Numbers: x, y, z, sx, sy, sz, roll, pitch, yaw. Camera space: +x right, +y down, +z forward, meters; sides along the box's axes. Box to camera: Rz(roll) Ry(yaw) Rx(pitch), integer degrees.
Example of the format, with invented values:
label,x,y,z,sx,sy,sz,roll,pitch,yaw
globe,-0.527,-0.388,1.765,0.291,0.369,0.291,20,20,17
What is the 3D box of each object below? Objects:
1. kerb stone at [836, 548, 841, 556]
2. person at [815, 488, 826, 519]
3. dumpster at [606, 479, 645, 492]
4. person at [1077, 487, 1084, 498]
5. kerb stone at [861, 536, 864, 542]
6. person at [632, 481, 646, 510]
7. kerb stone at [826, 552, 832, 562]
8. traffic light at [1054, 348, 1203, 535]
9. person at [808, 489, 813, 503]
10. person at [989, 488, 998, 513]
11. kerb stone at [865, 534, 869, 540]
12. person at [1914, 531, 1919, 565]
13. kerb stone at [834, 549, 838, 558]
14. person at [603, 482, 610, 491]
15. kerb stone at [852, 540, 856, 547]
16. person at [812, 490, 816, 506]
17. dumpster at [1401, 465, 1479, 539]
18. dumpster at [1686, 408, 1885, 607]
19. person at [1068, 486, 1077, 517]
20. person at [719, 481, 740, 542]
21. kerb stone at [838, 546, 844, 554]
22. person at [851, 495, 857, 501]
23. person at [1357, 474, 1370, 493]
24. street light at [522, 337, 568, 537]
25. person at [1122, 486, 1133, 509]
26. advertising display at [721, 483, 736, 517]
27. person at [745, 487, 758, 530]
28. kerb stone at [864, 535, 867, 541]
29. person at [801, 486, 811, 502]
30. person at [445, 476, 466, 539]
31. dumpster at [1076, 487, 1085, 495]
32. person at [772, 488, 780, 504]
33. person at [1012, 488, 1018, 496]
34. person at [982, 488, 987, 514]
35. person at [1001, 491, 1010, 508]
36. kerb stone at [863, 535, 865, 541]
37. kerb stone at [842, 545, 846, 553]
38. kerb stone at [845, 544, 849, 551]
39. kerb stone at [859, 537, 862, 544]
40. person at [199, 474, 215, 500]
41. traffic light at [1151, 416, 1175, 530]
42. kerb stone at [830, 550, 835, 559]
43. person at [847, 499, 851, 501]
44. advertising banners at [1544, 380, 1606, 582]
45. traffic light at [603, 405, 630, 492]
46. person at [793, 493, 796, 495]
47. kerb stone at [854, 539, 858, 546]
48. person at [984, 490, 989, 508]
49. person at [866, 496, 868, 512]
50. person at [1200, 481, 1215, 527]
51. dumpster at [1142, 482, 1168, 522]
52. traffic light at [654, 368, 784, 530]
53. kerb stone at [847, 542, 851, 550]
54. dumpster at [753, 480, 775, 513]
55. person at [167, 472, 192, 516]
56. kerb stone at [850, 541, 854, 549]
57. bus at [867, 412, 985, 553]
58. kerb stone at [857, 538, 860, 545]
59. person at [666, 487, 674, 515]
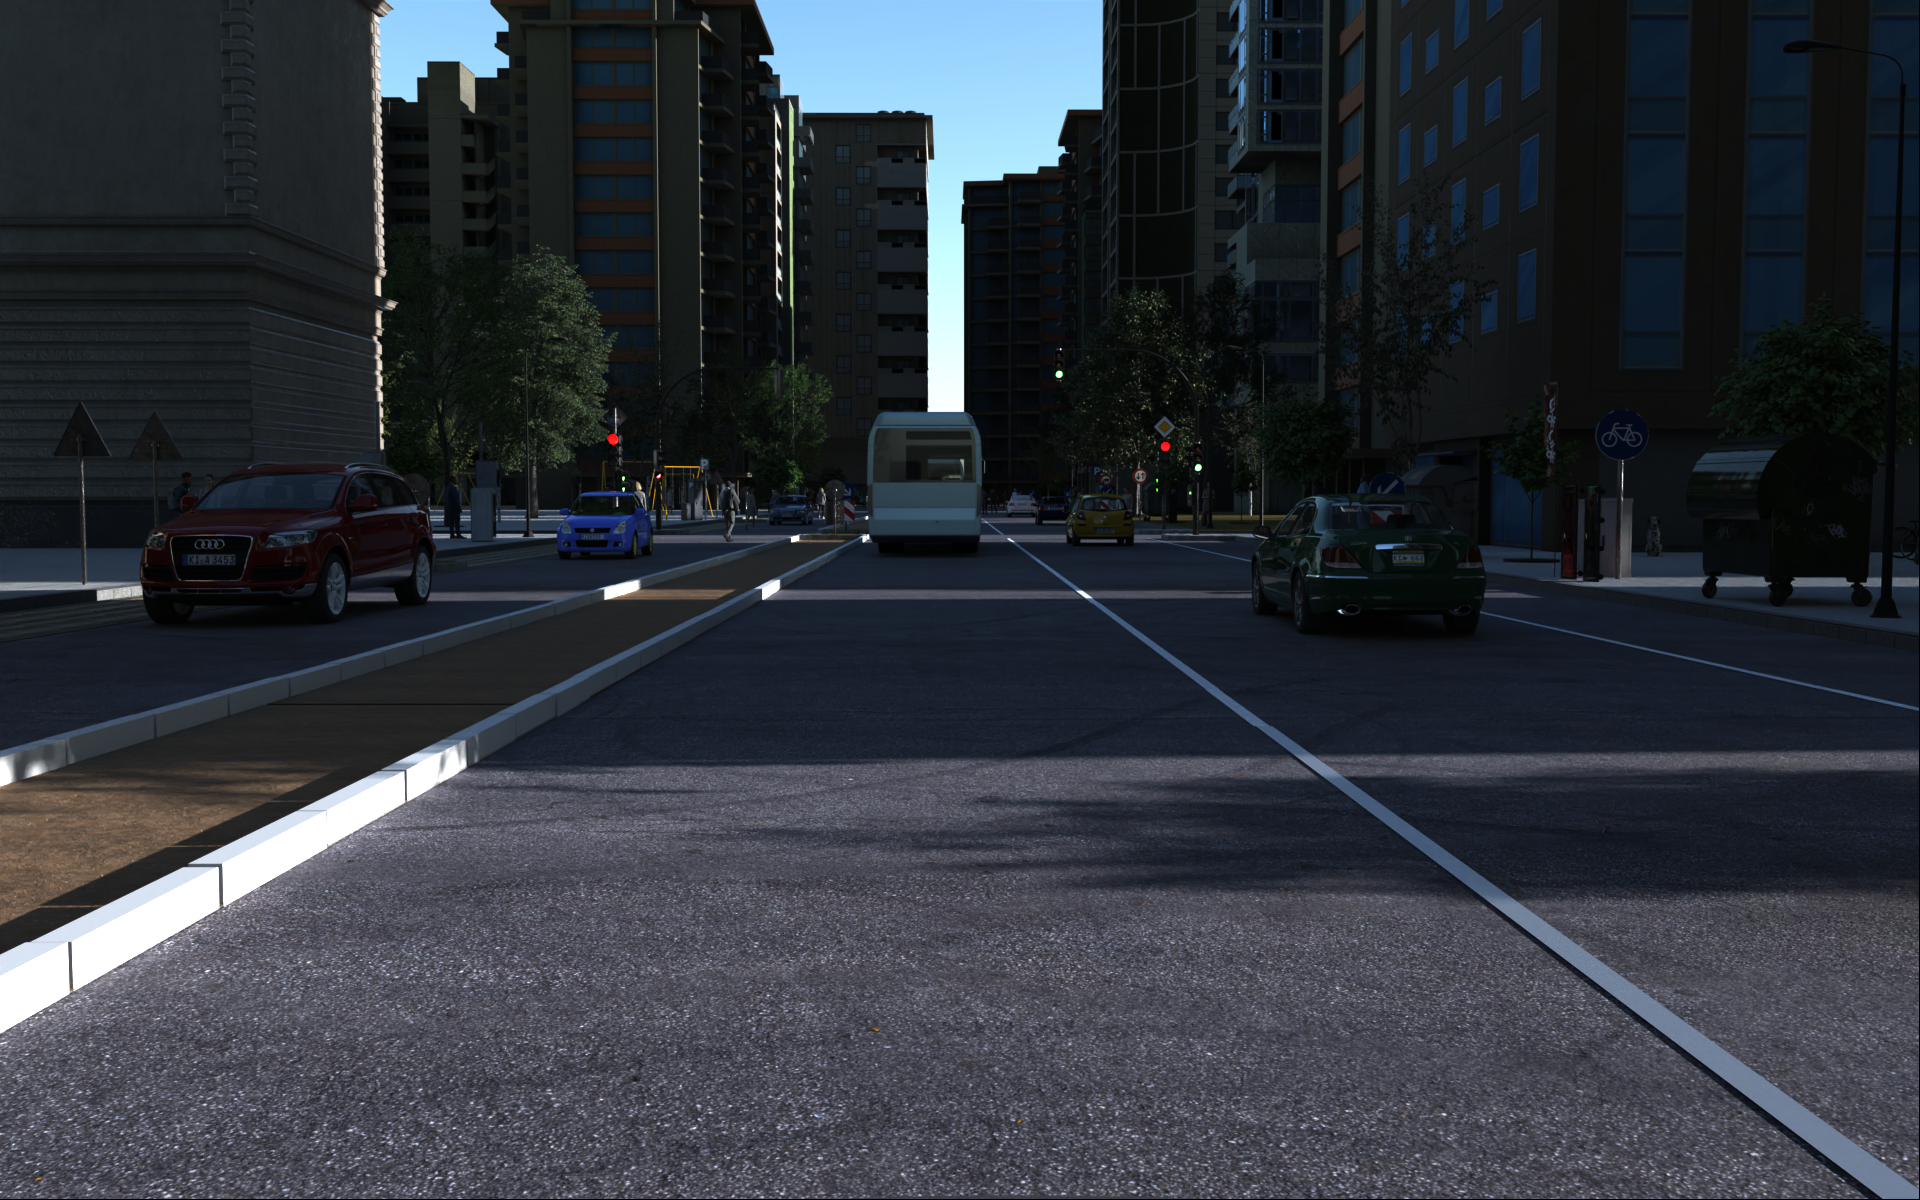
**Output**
label,x,y,z,sx,sy,sz,roll,pitch,yaw
kerb stone,-2.852,-1.041,39.315,0.120,0.150,1.000,0,4,0
person,-8.133,-5.624,100.638,0.709,1.800,0.728,1,4,11
dumpster,-12.915,-3.734,66.806,1.264,1.857,1.865,0,4,-1
person,5.766,-4.448,81.585,0.532,1.782,0.716,1,4,16
kerb stone,-2.916,-1.675,49.579,0.120,0.150,1.000,0,4,0
person,-9.514,-2.567,50.647,0.709,1.800,0.728,-1,4,-16
kerb stone,-2.819,-0.858,36.234,0.120,0.150,1.000,0,4,0
traffic light,5.297,-4.865,54.215,4.771,5.953,1.251,0,4,0
person,-11.145,-7.294,127.733,0.573,1.828,0.580,2,4,26
person,2.549,-7.698,133.720,0.648,1.900,0.474,1,4,16
kerb stone,-2.938,-1.863,52.649,0.120,0.150,1.000,0,4,0
person,10.799,-0.778,18.946,0.709,1.800,0.728,1,4,19
kerb stone,-2.844,-0.982,38.292,0.120,0.150,1.000,0,4,0
person,-15.777,-4.378,77.591,0.622,1.834,0.822,-3,5,-39
kerb stone,-2.883,-1.419,45.467,0.120,0.150,1.000,0,4,0
person,-15.583,-10.771,182.947,0.742,1.727,0.445,-3,4,-38
dumpster,9.612,-1.779,34.852,1.264,1.857,1.865,0,4,0
dumpster,9.722,-1.099,20.459,1.502,2.255,1.985,0,4,0
person,5.140,-4.258,78.372,0.529,1.795,0.600,3,4,39
person,-6.929,-2.659,52.070,0.679,1.850,0.850,1,4,15
kerb stone,-2.856,-1.109,40.337,0.120,0.150,1.000,0,4,0
person,-10.475,-9.824,169.851,0.721,1.736,1.217,3,4,39
person,10.085,-2.256,43.187,0.793,1.790,0.793,0,4,-5
street light,-12.285,-4.817,51.292,1.470,5.913,1.316,0,4,0
person,6.420,-3.525,66.885,0.466,1.731,0.760,0,4,-5
advertising display,-13.231,-5.744,99.121,0.974,1.923,0.123,2,4,25
person,-8.330,-3.659,69.074,0.466,1.731,0.760,1,4,11
kerb stone,-2.933,-1.800,51.628,0.120,0.150,1.000,0,4,0
person,-9.343,-5.920,104.657,0.648,1.900,0.474,-2,4,-23
person,-14.592,-2.675,49.956,0.419,1.800,0.721,-3,5,-45
dumpster,9.110,-7.765,132.710,1.264,1.857,1.865,0,4,-1
person,-11.737,-6.226,110.476,0.511,1.800,0.466,0,4,-1
person,4.009,-7.183,125.828,0.514,1.842,0.818,1,4,16
person,1.656,-6.985,122.505,0.447,1.846,0.655,-3,5,-43
person,4.577,-10.199,175.805,0.990,1.755,0.434,-2,4,-23
kerb stone,-2.925,-1.737,50.601,0.120,0.150,1.000,0,4,0
kerb stone,-2.861,-1.171,41.366,0.120,0.150,1.000,0,4,0
kerb stone,-2.870,-1.235,42.388,0.120,0.150,1.000,0,4,0
kerb stone,-2.903,-1.611,48.542,0.120,0.150,1.000,0,4,0
person,-15.596,-1.773,36.036,0.512,1.701,0.522,0,4,-2
traffic light,7.333,-4.491,62.355,0.839,4.253,0.868,0,4,0
kerb stone,-2.835,-0.921,37.264,0.120,0.150,1.000,0,4,0
person,-8.555,-7.607,132.992,0.853,1.813,0.709,-3,5,-42
advertising banners,9.209,-1.828,26.077,0.090,3.025,2.074,0,4,-5
traffic light,-10.773,-3.994,54.230,0.839,4.253,0.868,0,4,0
person,-9.051,-5.141,95.148,0.503,1.515,0.523,3,5,42
kerb stone,-2.895,-1.486,46.498,0.120,0.150,1.000,0,4,0
person,2.627,-10.333,177.385,0.705,1.831,1.348,2,4,30
person,-7.199,-7.672,136.534,0.523,1.515,0.503,1,4,14
person,9.644,-3.736,67.475,0.599,1.781,0.374,0,4,4
dumpster,9.254,-4.603,81.013,1.264,1.857,1.865,0,4,0
traffic light,-8.736,-5.358,62.265,4.771,5.953,1.251,0,4,0
kerb stone,-2.878,-1.297,43.423,0.120,0.150,1.000,0,4,0
dumpster,-13.329,-7.017,117.221,1.502,2.255,1.985,0,4,0
person,-17.488,-2.001,39.110,0.721,1.781,0.623,-1,4,-16
kerb stone,-2.880,-1.358,44.445,0.120,0.150,1.000,0,4,0
bus,-0.765,-3.088,45.351,2.948,3.499,13.247,0,4,0
kerb stone,-2.902,-1.544,47.520,0.120,0.150,1.000,0,4,0
person,-17.871,-6.089,106.599,0.522,1.701,0.512,0,4,-2
